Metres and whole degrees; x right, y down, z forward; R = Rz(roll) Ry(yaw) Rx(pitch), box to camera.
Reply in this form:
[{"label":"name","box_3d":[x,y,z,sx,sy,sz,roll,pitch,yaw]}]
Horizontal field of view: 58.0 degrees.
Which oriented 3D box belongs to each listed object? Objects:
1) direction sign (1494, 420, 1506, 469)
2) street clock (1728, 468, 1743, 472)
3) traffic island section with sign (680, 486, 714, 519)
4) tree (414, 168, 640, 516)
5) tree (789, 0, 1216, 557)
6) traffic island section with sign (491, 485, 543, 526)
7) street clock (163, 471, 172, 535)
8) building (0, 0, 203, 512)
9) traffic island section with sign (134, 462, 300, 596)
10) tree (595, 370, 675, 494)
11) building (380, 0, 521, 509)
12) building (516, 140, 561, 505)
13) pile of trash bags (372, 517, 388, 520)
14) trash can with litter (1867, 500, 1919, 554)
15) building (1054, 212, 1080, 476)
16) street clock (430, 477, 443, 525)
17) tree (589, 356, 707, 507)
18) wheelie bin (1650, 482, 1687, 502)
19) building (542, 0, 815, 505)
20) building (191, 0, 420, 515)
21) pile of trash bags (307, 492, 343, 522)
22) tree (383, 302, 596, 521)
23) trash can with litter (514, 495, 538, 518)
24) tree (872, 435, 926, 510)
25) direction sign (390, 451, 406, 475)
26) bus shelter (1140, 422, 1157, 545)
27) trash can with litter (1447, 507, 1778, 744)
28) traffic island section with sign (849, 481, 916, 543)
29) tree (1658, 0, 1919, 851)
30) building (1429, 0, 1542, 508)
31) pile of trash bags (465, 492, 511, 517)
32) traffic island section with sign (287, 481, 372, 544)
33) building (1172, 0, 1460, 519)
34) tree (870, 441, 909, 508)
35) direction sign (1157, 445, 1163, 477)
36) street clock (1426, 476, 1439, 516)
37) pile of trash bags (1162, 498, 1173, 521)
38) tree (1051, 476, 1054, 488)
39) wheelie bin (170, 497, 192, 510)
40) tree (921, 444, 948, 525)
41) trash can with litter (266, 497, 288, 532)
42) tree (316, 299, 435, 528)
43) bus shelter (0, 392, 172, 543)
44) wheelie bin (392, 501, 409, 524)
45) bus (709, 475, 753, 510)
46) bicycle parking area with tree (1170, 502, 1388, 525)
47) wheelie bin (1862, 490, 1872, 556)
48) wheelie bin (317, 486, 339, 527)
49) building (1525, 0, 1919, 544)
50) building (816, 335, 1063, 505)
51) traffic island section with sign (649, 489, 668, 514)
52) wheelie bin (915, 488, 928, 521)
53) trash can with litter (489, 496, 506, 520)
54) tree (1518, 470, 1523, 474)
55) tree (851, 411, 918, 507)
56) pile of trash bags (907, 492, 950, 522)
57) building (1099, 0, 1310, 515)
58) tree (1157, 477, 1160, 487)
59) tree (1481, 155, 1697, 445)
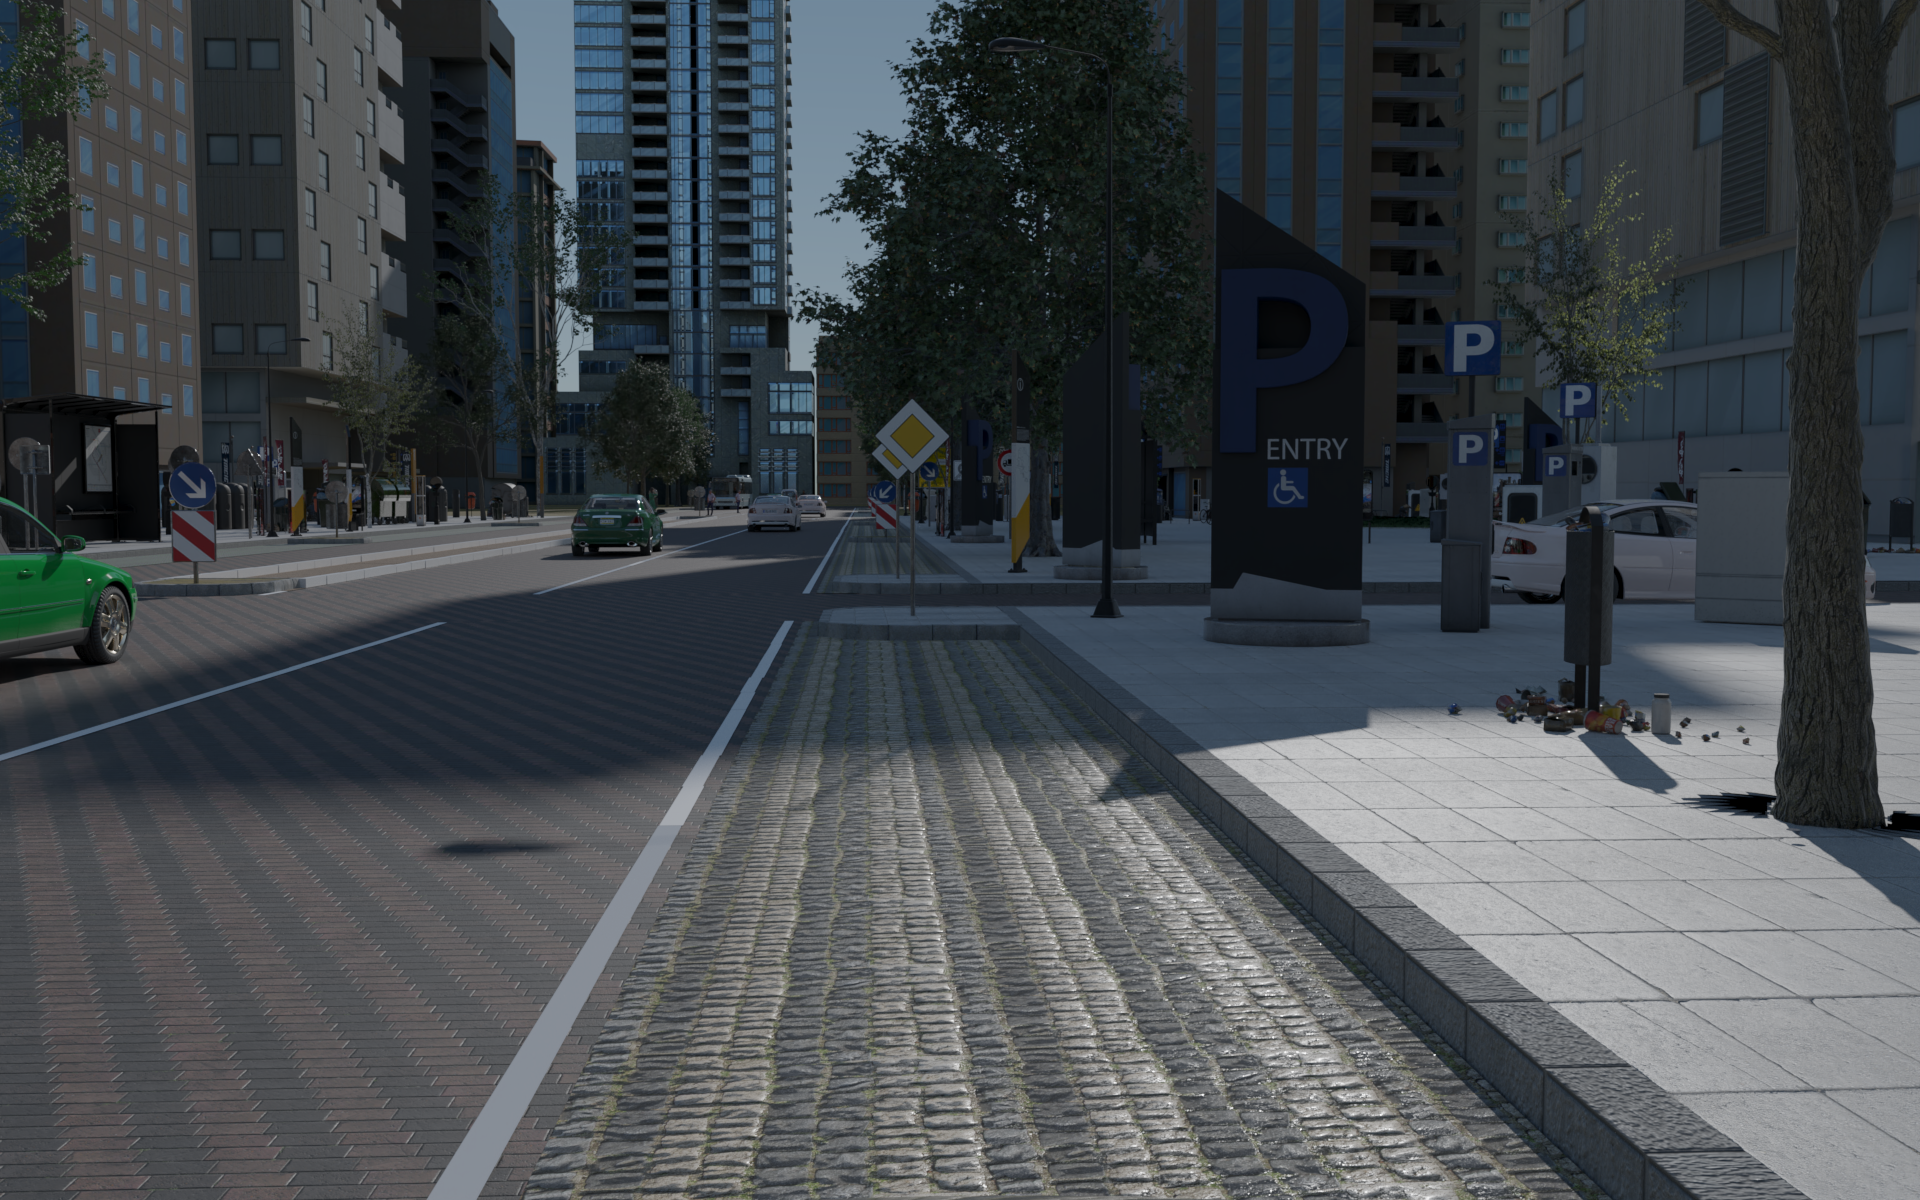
[{"label":"direction sign","box_3d":[16.254,-3.737,53.091,0.876,3.537,0.379,1,4,19]},{"label":"street clock","box_3d":[21.479,-2.658,48.025,0.471,2.002,0.358,2,4,30]},{"label":"traffic island section with sign","box_3d":[-15.153,-5.641,100.371,2.006,1.907,1.989,0,4,-3]},{"label":"tree","box_3d":[-25.320,-15.020,101.460,12.611,20.169,13.585,0,3,0]},{"label":"tree","box_3d":[1.567,-7.232,35.245,9.611,12.733,9.660,0,3,0]},{"label":"traffic island section with sign","box_3d":[-19.695,-4.192,77.159,1.989,1.847,2.006,0,4,-3]},{"label":"street clock","box_3d":[-24.970,-3.062,54.640,0.358,2.002,0.471,-1,4,-14]},{"label":"building","box_3d":[-45.286,-26.298,80.083,14.600,45.320,14.200,0,4,-3]},{"label":"traffic island section with sign","box_3d":[-10.971,-1.053,25.349,2.006,1.907,1.989,0,4,-3]},{"label":"tree","box_3d":[-25.378,-12.045,131.343,8.767,10.594,7.601,0,4,6]},{"label":"building","box_3d":[-47.770,-30.800,153.697,14.200,45.320,14.600,0,4,-3]},{"label":"building","box_3d":[-63.210,-33.789,207.068,28.867,44.769,22.147,0,4,-3]},{"label":"pile of trash bags","box_3d":[-28.664,-4.607,85.073,3.447,1.369,1.912,0,4,-4]},{"label":"trash can with litter","box_3d":[20.429,-1.655,38.120,1.678,1.210,2.233,-2,4,-26]},{"label":"building","box_3d":[25.504,-38.233,214.347,27.495,52.752,28.713,0,4,-3]},{"label":"street clock","box_3d":[-21.893,-4.151,72.432,0.471,2.002,0.358,0,4,0]},{"label":"tree","box_3d":[-26.314,-13.887,144.053,9.611,12.733,9.660,0,3,0]},{"label":"wheelie bin","box_3d":[18.519,-2.292,45.375,0.980,1.594,0.693,-2,4,-29]},{"label":"building","box_3d":[-33.122,-54.672,206.562,31.000,86.520,22.319,0,4,-3]},{"label":"building","box_3d":[-52.275,-31.943,111.507,28.713,52.752,27.495,0,4,-3]},{"label":"pile of trash bags","box_3d":[-29.539,-4.327,80.497,1.912,1.369,3.447,-1,4,-11]},{"label":"tree","box_3d":[-23.238,-9.146,83.941,8.767,10.594,7.601,-2,4,-28]},{"label":"trash can with litter","box_3d":[-23.948,-5.117,94.720,1.678,1.210,2.233,0,4,0]},{"label":"tree","box_3d":[-4.656,-11.529,138.857,4.360,8.622,3.978,0,3,0]},{"label":"direction sign","box_3d":[-29.514,-6.059,91.059,0.876,3.537,0.379,0,4,-1]},{"label":"bus shelter","box_3d":[4.044,-3.175,45.831,2.014,3.302,5.546,0,4,-3]},{"label":"trash can with litter","box_3d":[3.695,0.062,10.038,1.678,1.210,2.233,1,4,12]},{"label":"traffic island section with sign","box_3d":[-2.324,-2.628,51.601,1.989,1.847,2.006,0,4,-3]},{"label":"tree","box_3d":[3.415,-4.948,6.650,9.928,11.665,9.643,0,3,0]},{"label":"building","box_3d":[52.990,-32.518,155.377,21.600,48.544,21.300,0,4,-3]},{"label":"pile of trash bags","box_3d":[-26.225,-5.390,97.873,3.447,1.369,1.912,-2,4,-27]},{"label":"traffic island section with sign","box_3d":[-18.202,-2.545,50.245,1.989,1.847,2.006,0,4,-3]},{"label":"building","box_3d":[17.941,-27.197,94.783,14.600,45.320,14.200,0,4,-3]},{"label":"tree","box_3d":[-5.116,-14.058,164.268,7.601,10.594,8.767,1,4,18]},{"label":"direction sign","box_3d":[9.080,-5.422,80.641,0.379,3.537,0.876,-3,5,-41]},{"label":"street clock","box_3d":[18.637,-3.901,68.349,0.471,2.002,0.358,3,5,41]},{"label":"pile of trash bags","box_3d":[8.865,-4.474,82.903,1.912,1.369,3.447,2,4,27]},{"label":"tree","box_3d":[4.516,-6.270,97.108,1.663,3.219,1.824,0,3,0]},{"label":"wheelie bin","box_3d":[-26.310,-3.113,58.810,0.693,1.594,0.980,2,4,23]},{"label":"tree","box_3d":[-0.793,-7.361,70.714,4.737,8.622,4.395,0,3,0]},{"label":"trash can with litter","box_3d":[-23.022,-2.884,58.541,0.624,1.170,1.055,0,4,6]},{"label":"tree","box_3d":[-22.132,-7.009,64.955,4.360,8.622,3.978,0,3,0]},{"label":"bus shelter","box_3d":[-21.682,-3.172,43.152,1.731,3.624,6.357,0,4,-3]},{"label":"wheelie bin","box_3d":[-24.455,-4.137,75.553,0.980,1.594,0.693,3,5,39]},{"label":"bus","box_3d":[-21.485,-10.303,163.308,2.948,3.499,13.247,0,4,-1]},{"label":"bicycle parking area with tree","box_3d":[13.479,-5.283,73.384,8.231,4.147,9.016,0,4,-6]},{"label":"wheelie bin","box_3d":[18.005,-1.656,34.983,0.693,1.594,0.980,2,4,26]},{"label":"wheelie bin","box_3d":[-24.389,-3.606,66.865,0.693,1.594,0.980,0,4,6]},{"label":"building","box_3d":[35.879,-28.453,54.440,27.495,52.752,28.713,0,4,-3]},{"label":"building","box_3d":[-2.807,-22.494,212.812,28.899,21.520,27.650,0,4,-3]},{"label":"traffic island section with sign","box_3d":[-22.466,-7.238,126.973,1.989,1.847,2.006,0,4,-3]},{"label":"wheelie bin","box_3d":[-1.993,-4.617,83.393,0.693,1.594,0.980,-3,4,-38]},{"label":"trash can with litter","box_3d":[-22.747,-4.521,85.311,0.624,1.170,1.055,0,4,3]},{"label":"tree","box_3d":[25.686,-5.044,77.075,1.663,3.219,1.824,0,3,0]},{"label":"tree","box_3d":[-6.376,-16.626,178.490,9.857,13.997,8.962,0,3,0]},{"label":"pile of trash bags","box_3d":[-0.752,-4.247,79.183,3.447,1.369,1.912,1,4,12]},{"label":"building","box_3d":[16.780,-29.306,129.264,14.600,45.320,14.200,0,4,-3]},{"label":"tree","box_3d":[8.114,-5.161,78.980,1.663,3.219,1.824,0,3,0]},{"label":"tree","box_3d":[13.796,-5.379,38.312,4.360,8.622,3.978,0,3,0]}]
